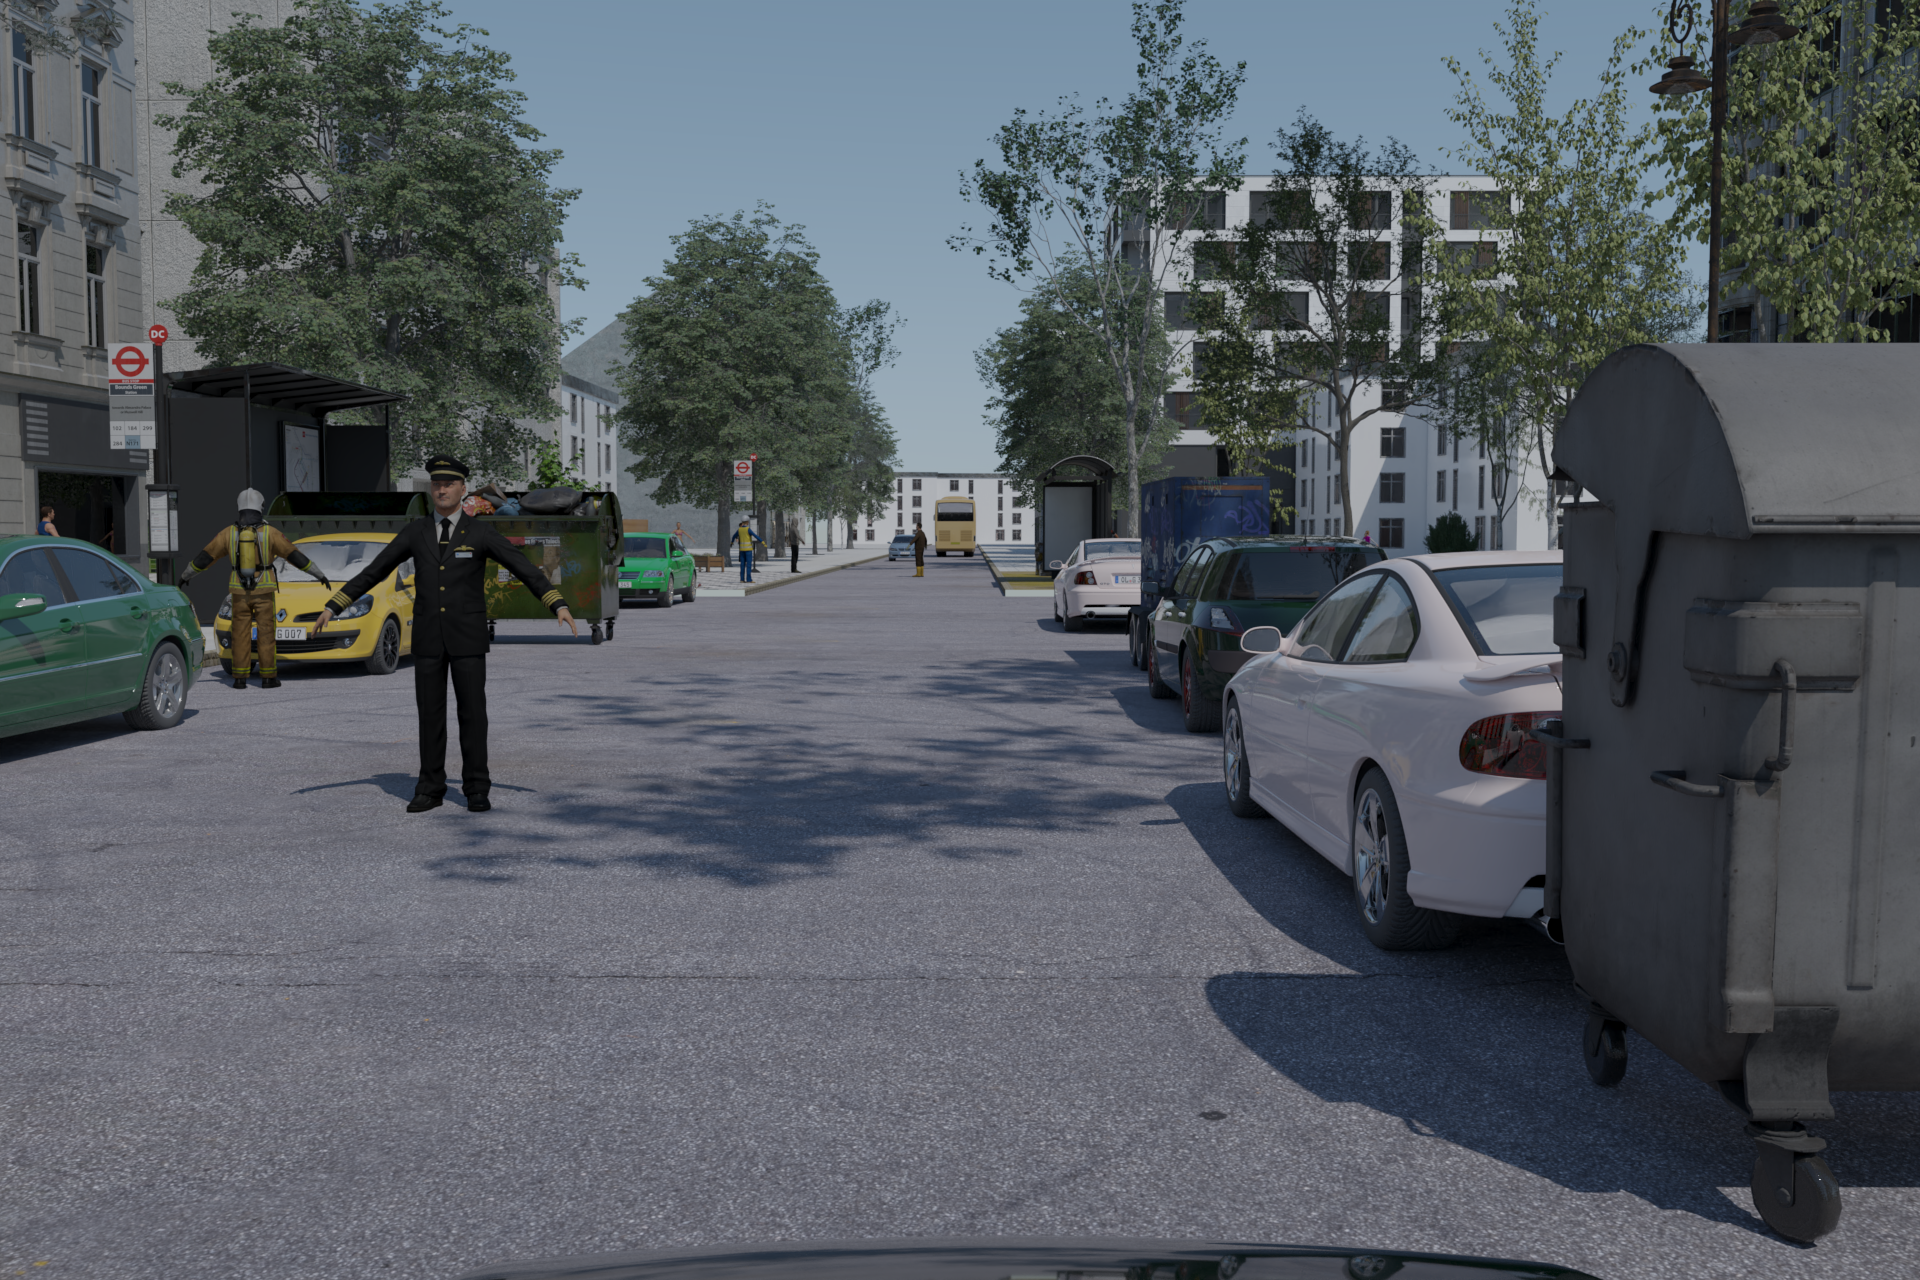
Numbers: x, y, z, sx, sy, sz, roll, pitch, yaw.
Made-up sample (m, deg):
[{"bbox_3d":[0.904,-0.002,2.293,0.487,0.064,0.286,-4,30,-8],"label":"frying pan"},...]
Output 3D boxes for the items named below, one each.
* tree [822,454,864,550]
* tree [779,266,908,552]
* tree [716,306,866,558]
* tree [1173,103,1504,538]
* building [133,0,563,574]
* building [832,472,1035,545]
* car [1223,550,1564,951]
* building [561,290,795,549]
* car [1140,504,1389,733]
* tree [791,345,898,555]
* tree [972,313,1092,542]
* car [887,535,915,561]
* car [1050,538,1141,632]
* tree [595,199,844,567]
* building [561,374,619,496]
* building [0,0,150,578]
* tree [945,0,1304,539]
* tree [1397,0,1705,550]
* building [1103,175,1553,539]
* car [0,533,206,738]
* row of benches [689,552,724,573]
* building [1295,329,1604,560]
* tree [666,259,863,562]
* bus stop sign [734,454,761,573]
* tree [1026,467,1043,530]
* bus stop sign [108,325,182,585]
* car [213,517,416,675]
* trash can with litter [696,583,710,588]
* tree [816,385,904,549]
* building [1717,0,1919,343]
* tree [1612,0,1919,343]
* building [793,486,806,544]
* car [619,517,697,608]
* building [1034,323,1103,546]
[{"bbox_3d":[-9.265,-11.440,137.402,4.360,8.622,3.978,0,3,0],"label":"tree"},{"bbox_3d":[-10.788,-16.418,124.327,12.611,20.169,13.585,0,3,0],"label":"tree"},{"bbox_3d":[-9.721,-11.373,92.603,9.857,13.997,8.962,0,3,0],"label":"tree"},{"bbox_3d":[8.315,-6.336,38.002,7.601,10.594,8.767,1,4,21],"label":"tree"},{"bbox_3d":[-28.596,-12.532,71.350,16.747,18.905,31.486,0,4,1],"label":"building"},{"bbox_3d":[-3.517,-17.722,234.366,28.070,9.664,9.099,0,4,-7],"label":"building"},{"bbox_3d":[2.323,0.306,7.352,2.083,1.381,4.827,0,4,-1],"label":"car"},{"bbox_3d":[-25.811,-20.252,162.051,19.493,23.208,18.063,0,4,1],"label":"building"},{"bbox_3d":[2.497,-0.250,13.881,2.009,1.686,4.222,0,4,1],"label":"car"},{"bbox_3d":[-9.038,-11.973,106.135,12.009,13.543,11.850,0,3,0],"label":"tree"},{"bbox_3d":[8.306,-17.556,142.931,12.611,20.169,13.585,0,3,0],"label":"tree"},{"bbox_3d":[-2.850,-4.901,92.130,2.014,1.417,4.499,0,4,1],"label":"car"},{"bbox_3d":[2.457,-0.885,26.825,2.083,1.381,4.827,0,4,0],"label":"car"},{"bbox_3d":[-9.243,-9.783,66.606,9.857,13.997,8.962,0,3,0],"label":"tree"},{"bbox_3d":[-24.957,-9.882,103.726,9.099,9.664,28.070,0,4,0],"label":"building"},{"bbox_3d":[-29.272,-15.226,25.354,17.030,29.872,44.131,0,4,1],"label":"building"},{"bbox_3d":[5.872,-12.602,61.936,12.611,20.169,13.585,0,3,0],"label":"tree"},{"bbox_3d":[8.135,-4.482,23.644,4.737,8.622,4.395,0,3,0],"label":"tree"},{"bbox_3d":[23.232,-16.588,115.181,27.936,21.610,32.646,0,3,0],"label":"building"},{"bbox_3d":[-6.726,0.026,11.372,2.131,1.459,4.920,0,4,0],"label":"car"},{"bbox_3d":[-9.453,-2.681,59.296,1.422,0.672,4.104,-3,5,-40],"label":"row of benches"},{"bbox_3d":[23.575,-8.733,84.940,9.099,9.664,28.070,0,3,0],"label":"building"},{"bbox_3d":[-9.146,-10.619,80.273,9.857,13.997,8.962,0,3,0],"label":"tree"},{"bbox_3d":[-7.048,-4.202,57.413,0.855,3.939,0.416,0,4,1],"label":"bus stop sign"},{"bbox_3d":[6.339,-10.054,114.753,4.360,8.622,3.978,0,3,0],"label":"tree"},{"bbox_3d":[-10.419,-2.046,22.149,0.855,3.939,0.416,0,4,0],"label":"bus stop sign"},{"bbox_3d":[-6.632,-0.528,18.861,2.015,1.641,3.980,0,4,1],"label":"car"},{"bbox_3d":[-6.737,-1.886,41.901,1.678,1.210,2.233,0,4,2],"label":"trash can with litter"},{"bbox_3d":[-9.377,-14.641,146.035,9.857,13.997,8.962,0,3,0],"label":"tree"},{"bbox_3d":[26.704,-13.071,30.358,14.369,24.946,33.146,0,3,0],"label":"building"},{"bbox_3d":[8.468,-4.095,17.320,4.737,8.622,4.395,0,3,0],"label":"tree"},{"bbox_3d":[-28.663,-21.000,209.800,16.747,18.905,31.486,0,4,0],"label":"building"},{"bbox_3d":[-6.482,-1.608,35.084,1.959,1.807,4.718,0,4,0],"label":"car"},{"bbox_3d":[21.762,-20.814,184.285,27.936,21.610,32.646,0,3,0],"label":"building"}]
